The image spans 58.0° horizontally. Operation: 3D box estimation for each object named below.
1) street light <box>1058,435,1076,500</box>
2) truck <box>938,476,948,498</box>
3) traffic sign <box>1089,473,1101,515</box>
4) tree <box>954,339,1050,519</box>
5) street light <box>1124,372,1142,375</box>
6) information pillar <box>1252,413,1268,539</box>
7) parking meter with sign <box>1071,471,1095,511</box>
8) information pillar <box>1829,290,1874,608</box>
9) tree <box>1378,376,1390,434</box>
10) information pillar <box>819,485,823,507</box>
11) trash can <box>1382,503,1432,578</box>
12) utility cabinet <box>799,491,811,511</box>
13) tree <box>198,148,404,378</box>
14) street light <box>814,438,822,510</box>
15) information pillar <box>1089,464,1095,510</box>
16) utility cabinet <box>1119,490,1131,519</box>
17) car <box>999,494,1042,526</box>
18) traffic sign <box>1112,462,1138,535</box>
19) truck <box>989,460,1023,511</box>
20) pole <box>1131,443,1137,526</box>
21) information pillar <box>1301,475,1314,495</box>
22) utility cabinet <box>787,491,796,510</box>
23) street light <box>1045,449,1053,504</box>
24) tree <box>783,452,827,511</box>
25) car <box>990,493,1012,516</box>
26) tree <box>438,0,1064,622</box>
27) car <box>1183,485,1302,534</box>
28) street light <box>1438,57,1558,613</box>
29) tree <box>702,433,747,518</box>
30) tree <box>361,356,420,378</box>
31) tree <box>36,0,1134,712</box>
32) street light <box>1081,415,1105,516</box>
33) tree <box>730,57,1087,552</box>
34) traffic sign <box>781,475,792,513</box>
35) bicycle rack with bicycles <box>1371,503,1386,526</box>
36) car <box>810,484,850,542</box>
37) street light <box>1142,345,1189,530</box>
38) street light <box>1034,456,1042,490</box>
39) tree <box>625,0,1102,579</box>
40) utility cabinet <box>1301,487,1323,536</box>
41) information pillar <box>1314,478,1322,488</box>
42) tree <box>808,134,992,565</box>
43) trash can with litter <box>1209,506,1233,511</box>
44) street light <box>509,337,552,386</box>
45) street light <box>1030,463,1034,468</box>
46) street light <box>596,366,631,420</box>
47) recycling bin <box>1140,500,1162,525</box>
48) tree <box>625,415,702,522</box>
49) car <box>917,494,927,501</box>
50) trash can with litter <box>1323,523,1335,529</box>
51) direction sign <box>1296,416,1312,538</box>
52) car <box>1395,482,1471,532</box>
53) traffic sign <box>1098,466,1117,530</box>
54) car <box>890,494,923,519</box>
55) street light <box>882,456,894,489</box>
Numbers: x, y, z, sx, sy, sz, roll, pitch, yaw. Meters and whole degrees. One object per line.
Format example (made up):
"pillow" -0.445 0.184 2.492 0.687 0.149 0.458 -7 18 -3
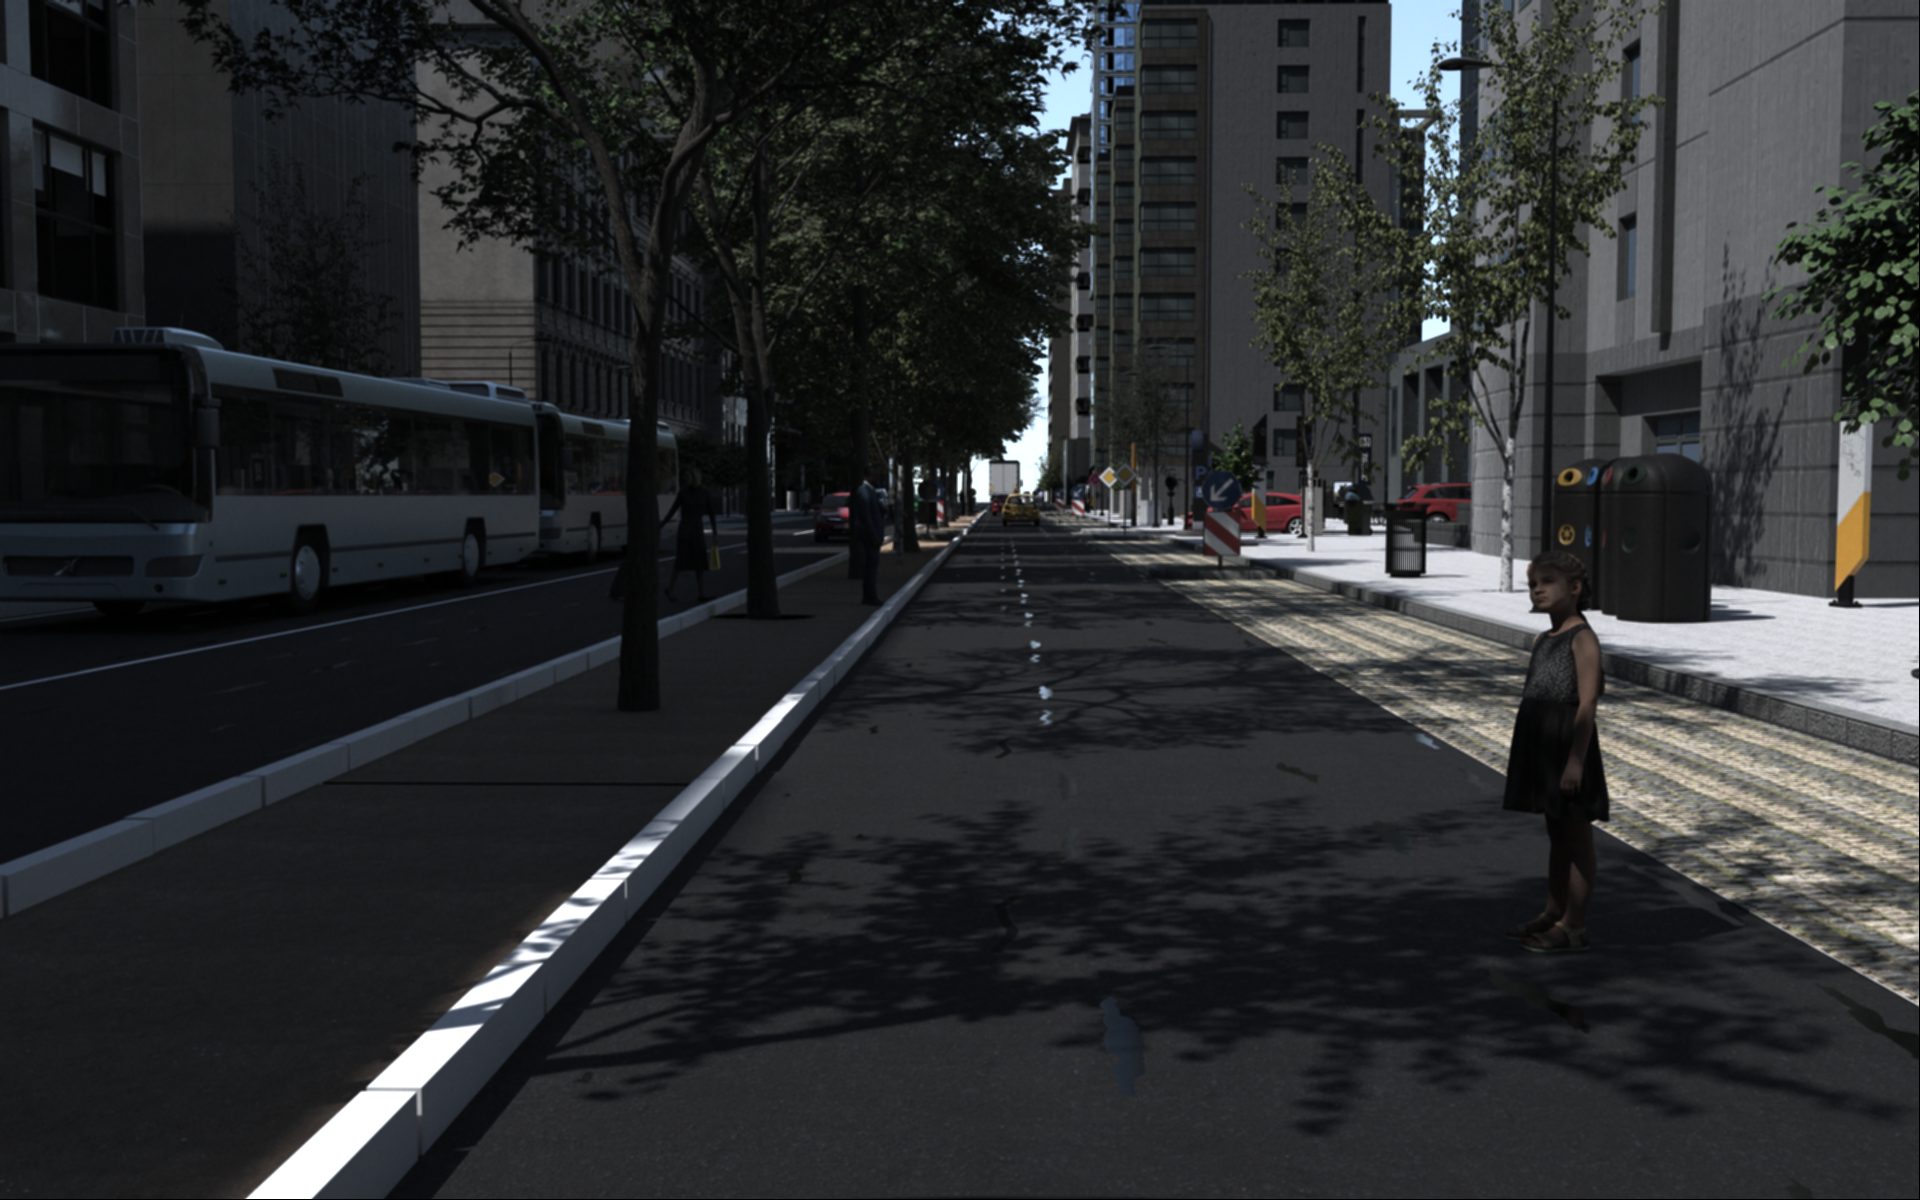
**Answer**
"street light" 8.723 -10.341 141.621 1.470 5.913 1.316 0 4 1
"truck" -2.773 -17.616 276.939 2.839 4.237 11.283 0 3 0
"traffic sign" 8.102 -6.331 103.623 0.768 2.556 0.104 0 4 5
"tree" 0.461 -12.045 109.770 12.009 13.543 11.850 0 3 0
"street light" 6.954 -5.721 66.071 1.470 5.913 1.316 0 4 1
"information pillar" 8.612 -3.572 49.761 0.504 3.616 0.183 -2 4 -34
"parking meter with sign" 9.320 -8.263 131.364 1.738 3.016 0.543 0 4 1
"information pillar" 10.067 -1.720 19.484 0.183 3.616 0.504 0 4 -6
"tree" 24.554 -8.739 93.239 4.360 8.622 3.978 0 3 0
"information pillar" -10.951 -8.085 136.681 0.304 2.012 0.304 0 4 1
"trash can" 6.874 -0.920 26.692 0.748 1.137 0.748 0 3 0
"utility cabinet" -11.320 -7.191 126.257 0.318 1.500 1.173 2 4 25
"tree" -13.782 -5.297 36.971 4.360 8.622 3.978 0 3 0
"street light" -10.737 -10.209 139.458 1.470 5.913 1.316 0 4 1
"information pillar" 10.370 -8.863 136.269 0.504 3.616 0.183 -2 4 -29
"utility cabinet" 8.372 -4.804 87.232 0.318 1.500 1.173 2 4 28
"car" 2.794 -4.245 79.623 2.015 1.641 3.980 0 4 1
"traffic sign" 5.170 -3.098 54.296 0.795 2.450 0.064 0 4 1
"truck" 3.897 -9.795 149.054 2.839 4.237 11.283 0 4 3
"pole" 6.979 -4.624 69.449 0.158 3.312 0.155 0 3 0
"information pillar" 13.639 -3.898 68.230 0.304 2.012 0.304 -1 4 -15
"utility cabinet" -13.144 -7.751 135.401 0.318 1.500 1.173 -2 4 -28
"street light" 9.600 -12.535 177.491 1.470 5.913 1.316 0 4 1
"tree" -11.796 -9.078 132.141 4.285 4.588 4.351 0 3 0
"car" 3.061 -6.474 114.895 2.155 1.783 4.494 0 4 3
"tree" -2.364 -5.590 19.613 9.928 11.665 9.643 0 3 0
"car" 9.674 -2.977 57.711 4.494 1.783 2.155 0 4 2
"street light" 5.792 -2.817 18.593 1.470 5.913 1.316 0 4 1
"tree" -12.751 -5.960 81.164 4.285 4.588 4.351 0 3 0
"tree" -13.819 -3.531 41.444 4.285 4.588 4.351 0 3 0
"tree" -2.156 -4.521 10.789 8.767 10.594 7.601 0 4 1
"street light" 7.822 -7.905 101.791 1.470 5.913 1.316 0 4 1
"tree" -1.322 -8.137 42.145 9.857 13.997 8.962 0 3 0
"traffic sign" -11.806 -7.188 117.629 0.768 2.556 0.104 0 4 8
"bicycle rack with bicycles" 17.385 -3.471 70.129 2.925 0.926 2.852 -1 4 -10
"car" -3.460 -2.684 52.931 2.155 1.783 4.494 0 4 -1
"street light" 6.566 -4.995 54.212 1.470 5.913 1.316 0 4 1
"street light" 10.715 -15.417 224.611 1.470 5.913 1.316 0 4 1
"tree" -1.583 -6.592 28.358 7.486 12.596 7.792 0 3 0
"utility cabinet" 10.853 -2.730 53.312 0.318 1.500 1.173 0 4 -7
"information pillar" 16.474 -4.615 79.942 0.304 2.012 0.304 -2 4 -32
"tree" -1.246 -5.013 34.787 4.737 8.622 4.395 0 3 0
"trash can with litter" 7.252 -2.261 48.352 0.624 1.170 1.055 0 4 -4
"street light" -12.797 -4.830 51.505 1.470 5.913 1.316 0 4 1
"street light" 11.729 -17.634 260.848 1.470 5.913 1.316 0 4 1
"street light" -12.624 -5.530 62.957 1.470 5.913 1.316 0 4 1
"recycling bin" 7.877 -3.600 71.414 0.722 1.027 0.722 -1 4 -17
"tree" -13.314 -5.288 70.174 4.285 4.588 4.351 0 3 0
"car" -4.259 -11.166 194.365 2.131 1.459 4.920 0 4 1
"trash can with litter" 12.508 -3.203 63.429 2.233 1.210 1.678 2 4 23
"direction sign" 10.041 -3.583 50.573 0.379 3.537 0.876 3 5 41
"car" 17.014 -2.966 57.174 5.304 1.827 2.281 0 4 1
"traffic sign" 5.363 -3.586 62.279 0.795 2.450 0.064 0 4 1
"car" -3.074 -5.546 99.475 1.959 1.807 4.718 0 3 0
"street light" -8.943 -14.622 211.618 1.470 5.913 1.316 0 4 1
